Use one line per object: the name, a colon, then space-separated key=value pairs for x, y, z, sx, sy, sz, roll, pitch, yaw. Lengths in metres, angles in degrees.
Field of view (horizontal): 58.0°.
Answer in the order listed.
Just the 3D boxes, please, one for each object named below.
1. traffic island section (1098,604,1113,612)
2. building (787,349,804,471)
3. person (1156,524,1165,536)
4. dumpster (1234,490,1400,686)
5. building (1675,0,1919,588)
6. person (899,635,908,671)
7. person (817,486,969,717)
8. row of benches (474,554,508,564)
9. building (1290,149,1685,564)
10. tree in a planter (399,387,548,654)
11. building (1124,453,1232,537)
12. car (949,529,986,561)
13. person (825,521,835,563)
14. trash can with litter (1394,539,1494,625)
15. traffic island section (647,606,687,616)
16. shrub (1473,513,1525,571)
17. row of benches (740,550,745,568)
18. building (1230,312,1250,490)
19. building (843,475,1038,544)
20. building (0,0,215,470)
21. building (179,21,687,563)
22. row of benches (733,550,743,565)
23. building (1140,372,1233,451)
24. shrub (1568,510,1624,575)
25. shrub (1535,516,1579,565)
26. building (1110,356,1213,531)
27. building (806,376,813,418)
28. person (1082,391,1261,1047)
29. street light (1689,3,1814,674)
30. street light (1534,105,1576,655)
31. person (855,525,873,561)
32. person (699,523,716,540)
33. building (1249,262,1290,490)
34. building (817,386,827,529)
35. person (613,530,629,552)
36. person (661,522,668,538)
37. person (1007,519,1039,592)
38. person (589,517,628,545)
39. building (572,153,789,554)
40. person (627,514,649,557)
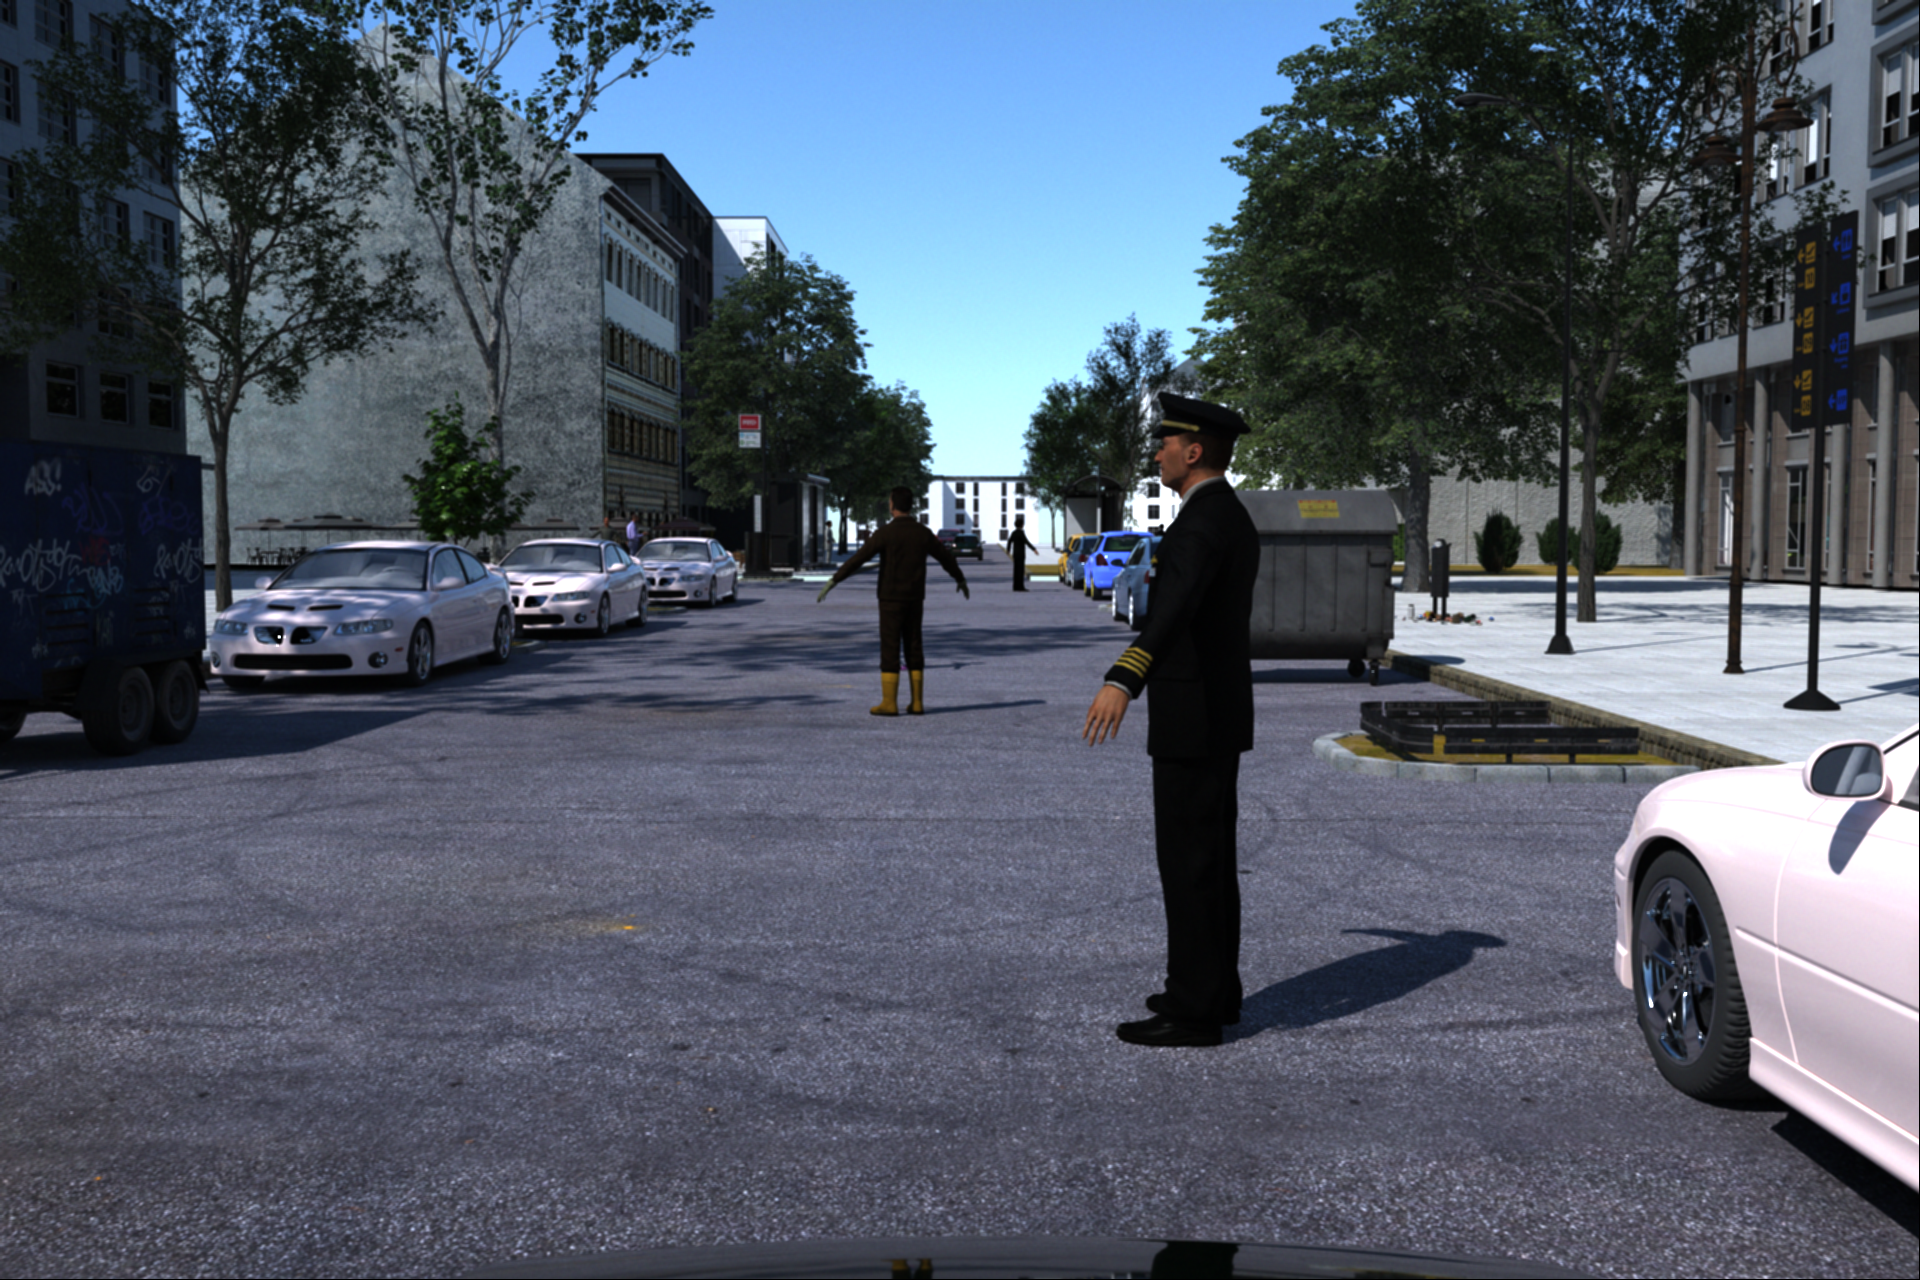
traffic island section: x=3.627 y=-0.596 z=32.618 sx=1.991 sy=0.108 sz=1.994 roll=0 pitch=4 yaw=1
building: x=-21.768 y=-19.451 z=174.437 sx=16.016 sy=20.090 sz=11.380 roll=0 pitch=4 yaw=1
person: x=9.037 y=-4.289 z=76.852 sx=0.721 sy=1.740 sz=1.216 roll=-2 pitch=4 yaw=-25
dumpster: x=3.211 y=-0.525 z=16.804 sx=1.865 sy=1.857 sz=1.264 roll=0 pitch=4 yaw=0
building: x=29.101 y=-13.508 z=28.453 sx=19.016 sy=26.051 sz=41.698 roll=0 pitch=4 yaw=1
person: x=-0.596 y=-0.401 z=18.288 sx=0.599 sy=1.433 sz=0.991 roll=0 pitch=4 yaw=-3
person: x=-0.478 y=-0.313 z=13.705 sx=1.346 sy=1.812 sz=0.704 roll=-2 pitch=4 yaw=-30
row of benches: x=-15.246 y=-2.382 z=54.405 sx=4.104 sy=0.672 sz=1.422 roll=0 pitch=4 yaw=3
building: x=27.921 y=-13.565 z=88.248 sx=16.747 sy=18.905 sz=31.486 roll=0 pitch=4 yaw=1
tree in a planter: x=-6.181 y=-1.467 z=21.201 sx=1.991 sy=3.239 sz=1.994 roll=0 pitch=4 yaw=2
building: x=22.318 y=-14.444 z=178.304 sx=9.099 sy=9.664 sz=28.070 roll=0 pitch=4 yaw=1
car: x=0.379 y=-5.139 z=93.807 sx=2.009 sy=1.686 sz=4.222 roll=0 pitch=4 yaw=1
person: x=-5.111 y=-3.778 z=67.950 sx=0.705 sy=1.806 sz=1.347 roll=0 pitch=4 yaw=6
trash can with litter: x=7.040 y=-0.878 z=25.415 sx=1.678 sy=1.210 sz=2.233 roll=0 pitch=4 yaw=1
traffic island section: x=-6.030 y=-0.520 z=31.367 sx=1.991 sy=0.108 sz=1.994 roll=0 pitch=4 yaw=2
shrub: x=18.794 y=-3.449 z=60.426 sx=1.661 sy=2.075 sz=1.752 roll=0 pitch=3 yaw=0
row of benches: x=-8.170 y=-3.138 z=66.768 sx=1.422 sy=0.672 sz=4.104 roll=0 pitch=4 yaw=-7
building: x=26.598 y=-17.130 z=136.500 sx=16.016 sy=20.090 sz=11.380 roll=0 pitch=4 yaw=1
building: x=-2.726 y=-18.479 z=246.731 sx=28.070 sy=9.664 sz=9.099 roll=0 pitch=4 yaw=-4
building: x=-29.126 y=-13.699 z=42.399 sx=11.959 sy=24.771 sz=22.079 roll=0 pitch=4 yaw=1
building: x=-24.474 y=-15.470 z=83.859 sx=19.493 sy=23.208 sz=18.063 roll=0 pitch=4 yaw=1
row of benches: x=-7.505 y=-3.434 z=71.604 sx=4.104 sy=0.672 sz=1.422 roll=2 pitch=4 yaw=27
building: x=26.490 y=-21.438 z=206.937 sx=16.016 sy=20.090 sz=11.380 roll=0 pitch=4 yaw=0
shrub: x=19.789 y=-3.049 z=53.896 sx=1.661 sy=2.075 sz=1.752 roll=0 pitch=3 yaw=0
shrub: x=24.586 y=-4.113 z=71.286 sx=1.661 sy=2.075 sz=1.752 roll=0 pitch=3 yaw=0
building: x=28.785 y=-23.875 z=221.281 sx=19.493 sy=23.208 sz=18.063 roll=0 pitch=4 yaw=1
building: x=-22.149 y=-20.599 z=193.212 sx=16.016 sy=20.090 sz=11.380 roll=0 pitch=3 yaw=0
person: x=0.655 y=0.210 z=4.965 sx=0.705 sy=1.837 sz=1.347 roll=1 pitch=4 yaw=21
street light: x=7.133 y=-2.630 z=15.788 sx=0.468 sy=5.910 sz=1.993 roll=0 pitch=4 yaw=1
street light: x=6.990 y=-2.806 z=18.413 sx=1.470 sy=5.913 sz=1.316 roll=0 pitch=4 yaw=0
person: x=-4.379 y=-4.607 z=82.128 sx=1.217 sy=1.733 sz=0.721 roll=-1 pitch=4 yaw=-10
person: x=-13.205 y=-5.194 z=90.683 sx=0.705 sy=1.858 sz=1.354 roll=3 pitch=4 yaw=37
building: x=25.280 y=-16.108 z=119.785 sx=16.016 sy=20.090 sz=11.380 roll=0 pitch=4 yaw=1
building: x=-22.510 y=-21.841 z=213.520 sx=16.016 sy=20.090 sz=11.380 roll=0 pitch=3 yaw=0
person: x=-13.929 y=-4.031 z=72.031 sx=1.348 sy=1.813 sz=0.705 roll=-3 pitch=5 yaw=-42
person: x=-12.290 y=-4.015 z=71.863 sx=0.704 sy=1.802 sz=1.346 roll=0 pitch=4 yaw=-1
person: x=1.505 y=-2.118 z=43.278 sx=0.705 sy=1.806 sz=1.347 roll=-2 pitch=4 yaw=-31
person: x=-10.824 y=-2.865 z=53.113 sx=1.348 sy=1.796 sz=0.705 roll=-1 pitch=4 yaw=-10
building: x=-26.394 y=-16.247 z=109.619 sx=27.936 sy=21.610 sz=32.646 roll=0 pitch=4 yaw=0
person: x=-9.050 y=-2.616 z=48.684 sx=0.599 sy=1.838 sz=0.709 roll=-1 pitch=4 yaw=-21
